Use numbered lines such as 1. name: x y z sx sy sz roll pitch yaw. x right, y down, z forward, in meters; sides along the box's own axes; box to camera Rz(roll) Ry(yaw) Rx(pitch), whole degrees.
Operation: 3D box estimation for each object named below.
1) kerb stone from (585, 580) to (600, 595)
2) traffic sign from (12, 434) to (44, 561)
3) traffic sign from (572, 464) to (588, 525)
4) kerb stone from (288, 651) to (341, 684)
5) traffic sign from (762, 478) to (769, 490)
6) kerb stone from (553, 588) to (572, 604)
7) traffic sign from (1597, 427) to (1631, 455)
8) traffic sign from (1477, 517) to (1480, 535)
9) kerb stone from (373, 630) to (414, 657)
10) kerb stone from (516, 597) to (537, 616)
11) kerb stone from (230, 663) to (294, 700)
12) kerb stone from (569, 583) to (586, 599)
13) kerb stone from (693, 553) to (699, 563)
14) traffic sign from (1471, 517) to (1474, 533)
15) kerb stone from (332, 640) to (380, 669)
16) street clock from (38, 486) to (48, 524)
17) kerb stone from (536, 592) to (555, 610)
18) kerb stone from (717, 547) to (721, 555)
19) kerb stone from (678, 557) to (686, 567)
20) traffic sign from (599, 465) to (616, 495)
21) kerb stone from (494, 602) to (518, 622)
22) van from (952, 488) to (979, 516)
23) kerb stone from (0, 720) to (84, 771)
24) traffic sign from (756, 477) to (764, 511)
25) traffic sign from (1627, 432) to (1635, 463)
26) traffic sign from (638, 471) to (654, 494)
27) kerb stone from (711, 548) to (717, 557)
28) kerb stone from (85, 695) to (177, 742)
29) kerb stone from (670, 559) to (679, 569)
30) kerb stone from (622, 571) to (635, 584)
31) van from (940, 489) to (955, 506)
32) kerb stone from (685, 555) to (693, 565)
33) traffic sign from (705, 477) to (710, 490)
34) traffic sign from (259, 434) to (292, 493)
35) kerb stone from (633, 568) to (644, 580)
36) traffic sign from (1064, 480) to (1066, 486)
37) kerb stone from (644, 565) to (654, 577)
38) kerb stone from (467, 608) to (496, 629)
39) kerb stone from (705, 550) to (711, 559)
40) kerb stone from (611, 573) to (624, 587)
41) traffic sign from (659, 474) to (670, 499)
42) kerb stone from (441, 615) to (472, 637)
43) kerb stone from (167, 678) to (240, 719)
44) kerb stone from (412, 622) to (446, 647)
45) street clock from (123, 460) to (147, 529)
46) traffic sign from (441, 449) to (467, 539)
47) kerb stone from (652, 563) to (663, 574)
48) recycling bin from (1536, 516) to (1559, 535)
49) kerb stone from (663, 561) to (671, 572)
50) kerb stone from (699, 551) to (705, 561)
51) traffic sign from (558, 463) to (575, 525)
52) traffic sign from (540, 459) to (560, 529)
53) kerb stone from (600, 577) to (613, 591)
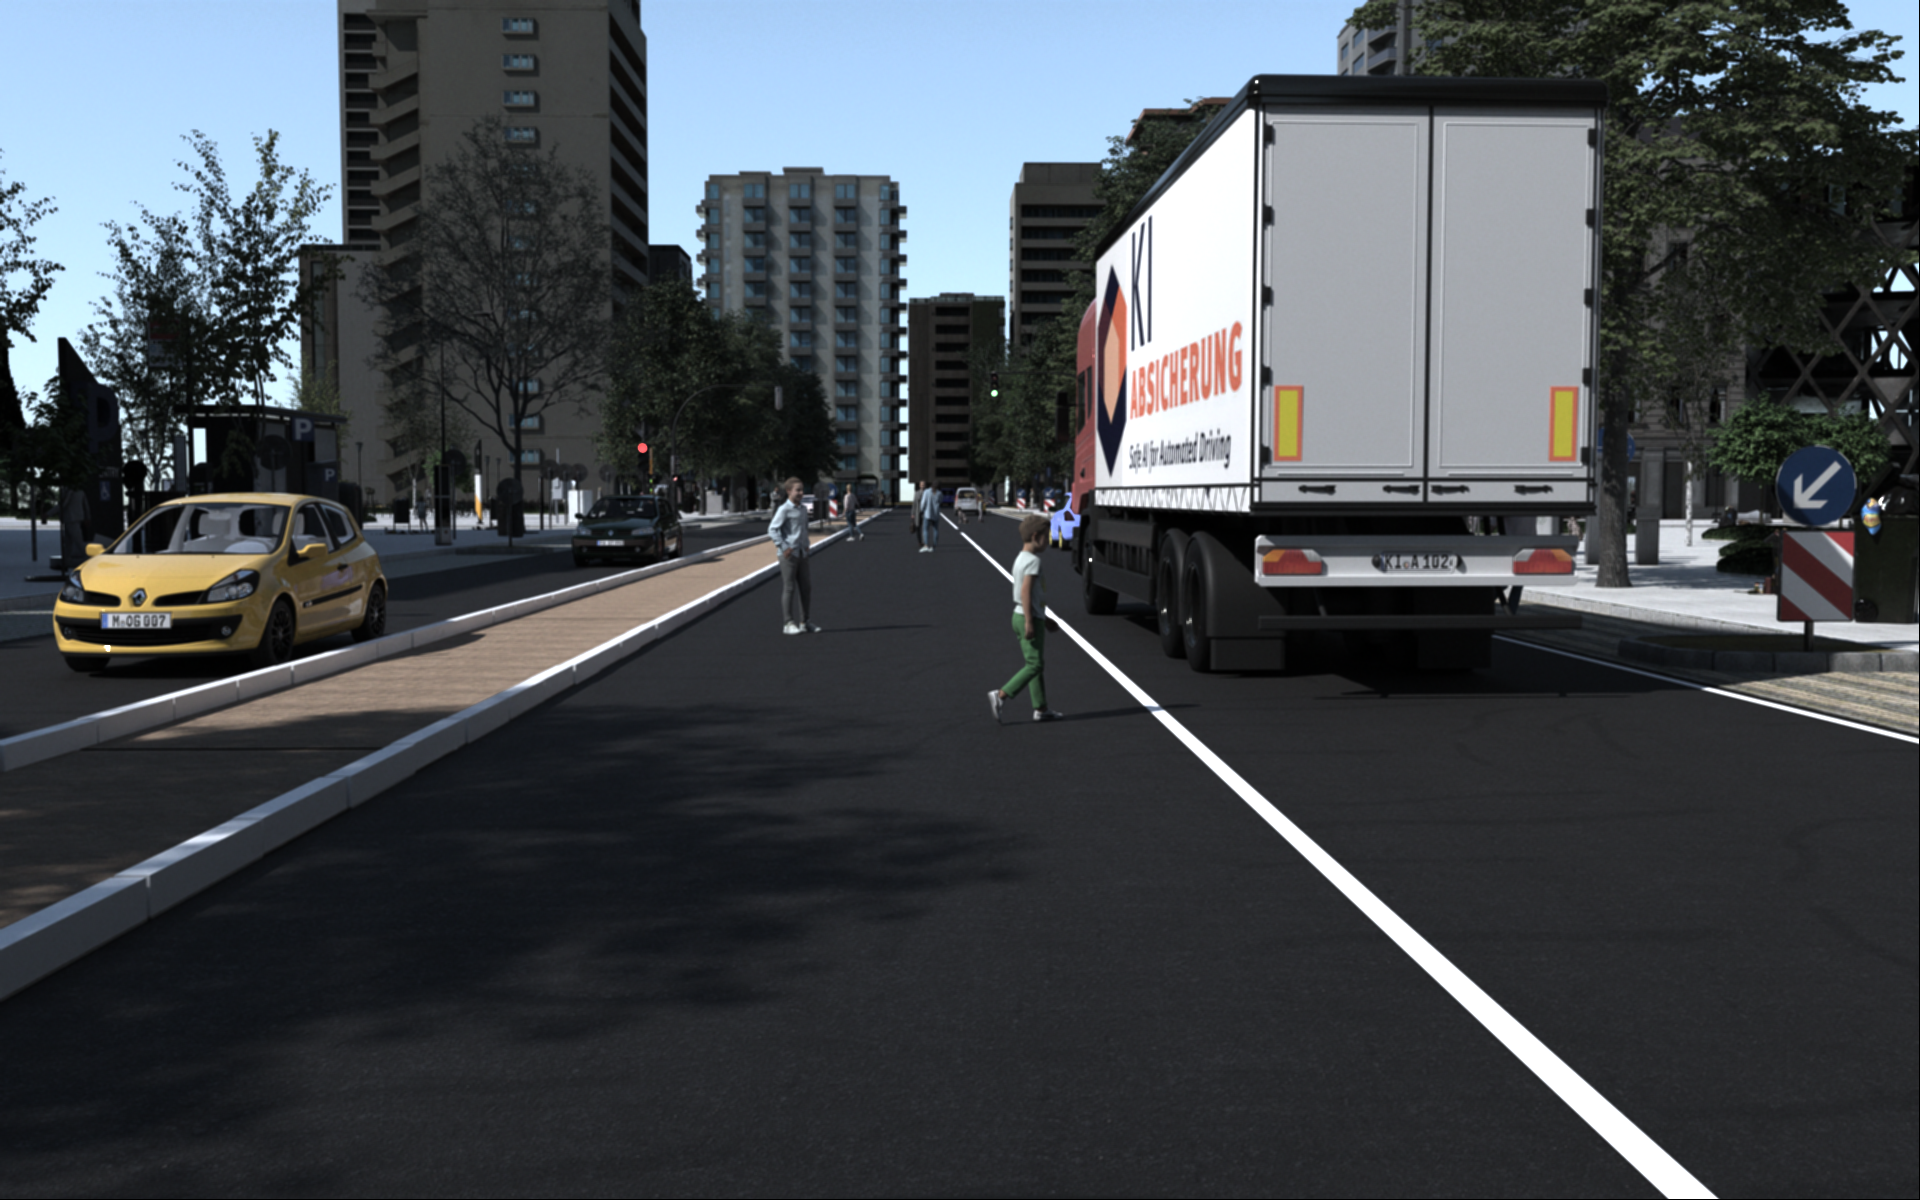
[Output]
1. kerb stone: -5.333 -0.156 24.738 0.120 0.150 1.000 0 4 -1
2. traffic sign: -17.777 -2.024 33.197 0.768 2.556 0.104 0 4 0
3. traffic sign: -15.948 -4.425 72.452 0.768 2.556 0.104 0 4 0
4. kerb stone: -5.061 0.534 13.470 0.120 0.150 1.000 0 4 -1
5. traffic sign: -15.892 -8.603 140.759 0.768 2.556 0.104 0 4 2
6. kerb stone: -5.281 -0.024 22.686 0.120 0.150 1.000 0 4 -1
7. traffic sign: 12.136 -1.978 32.443 0.768 2.556 0.104 0 4 5
8. traffic sign: 11.814 -2.281 39.428 0.606 2.300 0.079 0 4 3
9. kerb stone: -5.119 0.409 15.517 0.120 0.150 1.000 0 4 -1
10. kerb stone: -5.235 0.096 20.631 0.120 0.150 1.000 0 4 -1
11. kerb stone: -5.049 0.596 12.448 0.120 0.150 1.000 0 4 -1
12. kerb stone: -5.309 -0.091 23.715 0.120 0.150 1.000 0 4 -1
13. kerb stone: -5.597 -0.845 36.012 0.120 0.150 1.000 0 4 -1
14. traffic sign: 12.677 -2.616 42.769 0.884 2.594 0.081 0 4 4
15. kerb stone: -5.093 0.471 14.491 0.120 0.150 1.000 0 4 -1
16. street clock: -38.761 -4.200 73.235 0.471 2.002 0.358 -3 5 -39
17. kerb stone: -5.261 0.037 21.655 0.120 0.150 1.000 0 4 -1
18. kerb stone: -5.702 -1.096 40.115 0.120 0.150 1.000 0 4 -1
19. kerb stone: -5.547 -0.720 33.967 0.120 0.150 1.000 0 4 -1
20. traffic sign: -15.241 -4.576 74.928 0.768 2.556 0.104 0 4 3
21. kerb stone: -5.212 0.158 19.610 0.120 0.150 1.000 0 4 -1
22. van: 0.462 -6.715 116.798 2.013 2.044 4.112 0 4 0
23. kerb stone: -4.968 0.788 9.376 0.120 0.150 1.000 0 4 -1
24. traffic sign: -15.249 -8.044 131.621 0.768 2.556 0.104 0 4 0
25. traffic sign: 12.717 -2.055 33.712 0.768 2.556 0.104 0 4 7
26. traffic sign: -14.154 -4.768 78.070 0.768 2.556 0.104 0 4 2
27. kerb stone: -5.670 -1.033 39.092 0.120 0.150 1.000 0 4 -1
28. kerb stone: -4.996 0.722 10.397 0.120 0.150 1.000 0 4 -1
29. kerb stone: -5.527 -0.652 32.939 0.120 0.150 1.000 0 4 -1
30. kerb stone: -5.403 -0.343 27.809 0.120 0.150 1.000 0 4 -1
31. van: -1.464 -12.383 206.838 2.240 2.365 5.245 0 3 0
32. kerb stone: -5.569 -0.782 34.989 0.120 0.150 1.000 0 4 -1
33. traffic sign: -18.927 -7.868 128.744 0.768 2.556 0.104 0 4 4
34. traffic sign: -14.676 -2.259 37.047 0.768 2.556 0.104 0 4 0
35. kerb stone: -5.436 -0.404 28.830 0.120 0.150 1.000 0 4 -1
36. traffic sign: 9.050 -8.835 144.554 0.768 2.556 0.104 0 4 5
37. kerb stone: -5.458 -0.460 29.852 0.120 0.150 1.000 0 4 -1
38. kerb stone: -5.193 0.221 18.582 0.120 0.150 1.000 0 4 -1
39. kerb stone: -5.645 -0.971 38.070 0.120 0.150 1.000 0 4 -1
40. kerb stone: -5.385 -0.277 26.787 0.120 0.150 1.000 0 4 -1
41. traffic sign: -16.417 -5.924 96.865 0.884 2.594 0.081 0 4 3
42. kerb stone: -5.163 0.283 17.561 0.120 0.150 1.000 0 4 -1
43. kerb stone: -5.024 0.659 11.420 0.120 0.150 1.000 0 4 -1
44. kerb stone: -5.136 0.346 16.539 0.120 0.150 1.000 0 4 -1
45. street clock: -17.473 -1.967 36.731 0.471 2.002 0.358 -2 4 -24
46. traffic sign: -14.327 -2.991 49.006 0.768 2.556 0.104 0 4 8
47. kerb stone: -5.481 -0.531 30.882 0.120 0.150 1.000 0 4 -1
48. recycling bin: 9.634 -1.012 29.100 0.722 1.027 0.722 2 4 26
49. kerb stone: -5.507 -0.594 31.911 0.120 0.150 1.000 0 4 -1
50. kerb stone: -5.626 -0.907 37.033 0.120 0.150 1.000 0 4 -1
51. traffic sign: -16.425 -4.403 72.096 0.768 2.556 0.104 0 4 1
52. traffic sign: -15.040 -3.879 63.523 0.768 2.556 0.104 0 4 7
53. kerb stone: -5.349 -0.215 25.766 0.120 0.150 1.000 0 4 -1
